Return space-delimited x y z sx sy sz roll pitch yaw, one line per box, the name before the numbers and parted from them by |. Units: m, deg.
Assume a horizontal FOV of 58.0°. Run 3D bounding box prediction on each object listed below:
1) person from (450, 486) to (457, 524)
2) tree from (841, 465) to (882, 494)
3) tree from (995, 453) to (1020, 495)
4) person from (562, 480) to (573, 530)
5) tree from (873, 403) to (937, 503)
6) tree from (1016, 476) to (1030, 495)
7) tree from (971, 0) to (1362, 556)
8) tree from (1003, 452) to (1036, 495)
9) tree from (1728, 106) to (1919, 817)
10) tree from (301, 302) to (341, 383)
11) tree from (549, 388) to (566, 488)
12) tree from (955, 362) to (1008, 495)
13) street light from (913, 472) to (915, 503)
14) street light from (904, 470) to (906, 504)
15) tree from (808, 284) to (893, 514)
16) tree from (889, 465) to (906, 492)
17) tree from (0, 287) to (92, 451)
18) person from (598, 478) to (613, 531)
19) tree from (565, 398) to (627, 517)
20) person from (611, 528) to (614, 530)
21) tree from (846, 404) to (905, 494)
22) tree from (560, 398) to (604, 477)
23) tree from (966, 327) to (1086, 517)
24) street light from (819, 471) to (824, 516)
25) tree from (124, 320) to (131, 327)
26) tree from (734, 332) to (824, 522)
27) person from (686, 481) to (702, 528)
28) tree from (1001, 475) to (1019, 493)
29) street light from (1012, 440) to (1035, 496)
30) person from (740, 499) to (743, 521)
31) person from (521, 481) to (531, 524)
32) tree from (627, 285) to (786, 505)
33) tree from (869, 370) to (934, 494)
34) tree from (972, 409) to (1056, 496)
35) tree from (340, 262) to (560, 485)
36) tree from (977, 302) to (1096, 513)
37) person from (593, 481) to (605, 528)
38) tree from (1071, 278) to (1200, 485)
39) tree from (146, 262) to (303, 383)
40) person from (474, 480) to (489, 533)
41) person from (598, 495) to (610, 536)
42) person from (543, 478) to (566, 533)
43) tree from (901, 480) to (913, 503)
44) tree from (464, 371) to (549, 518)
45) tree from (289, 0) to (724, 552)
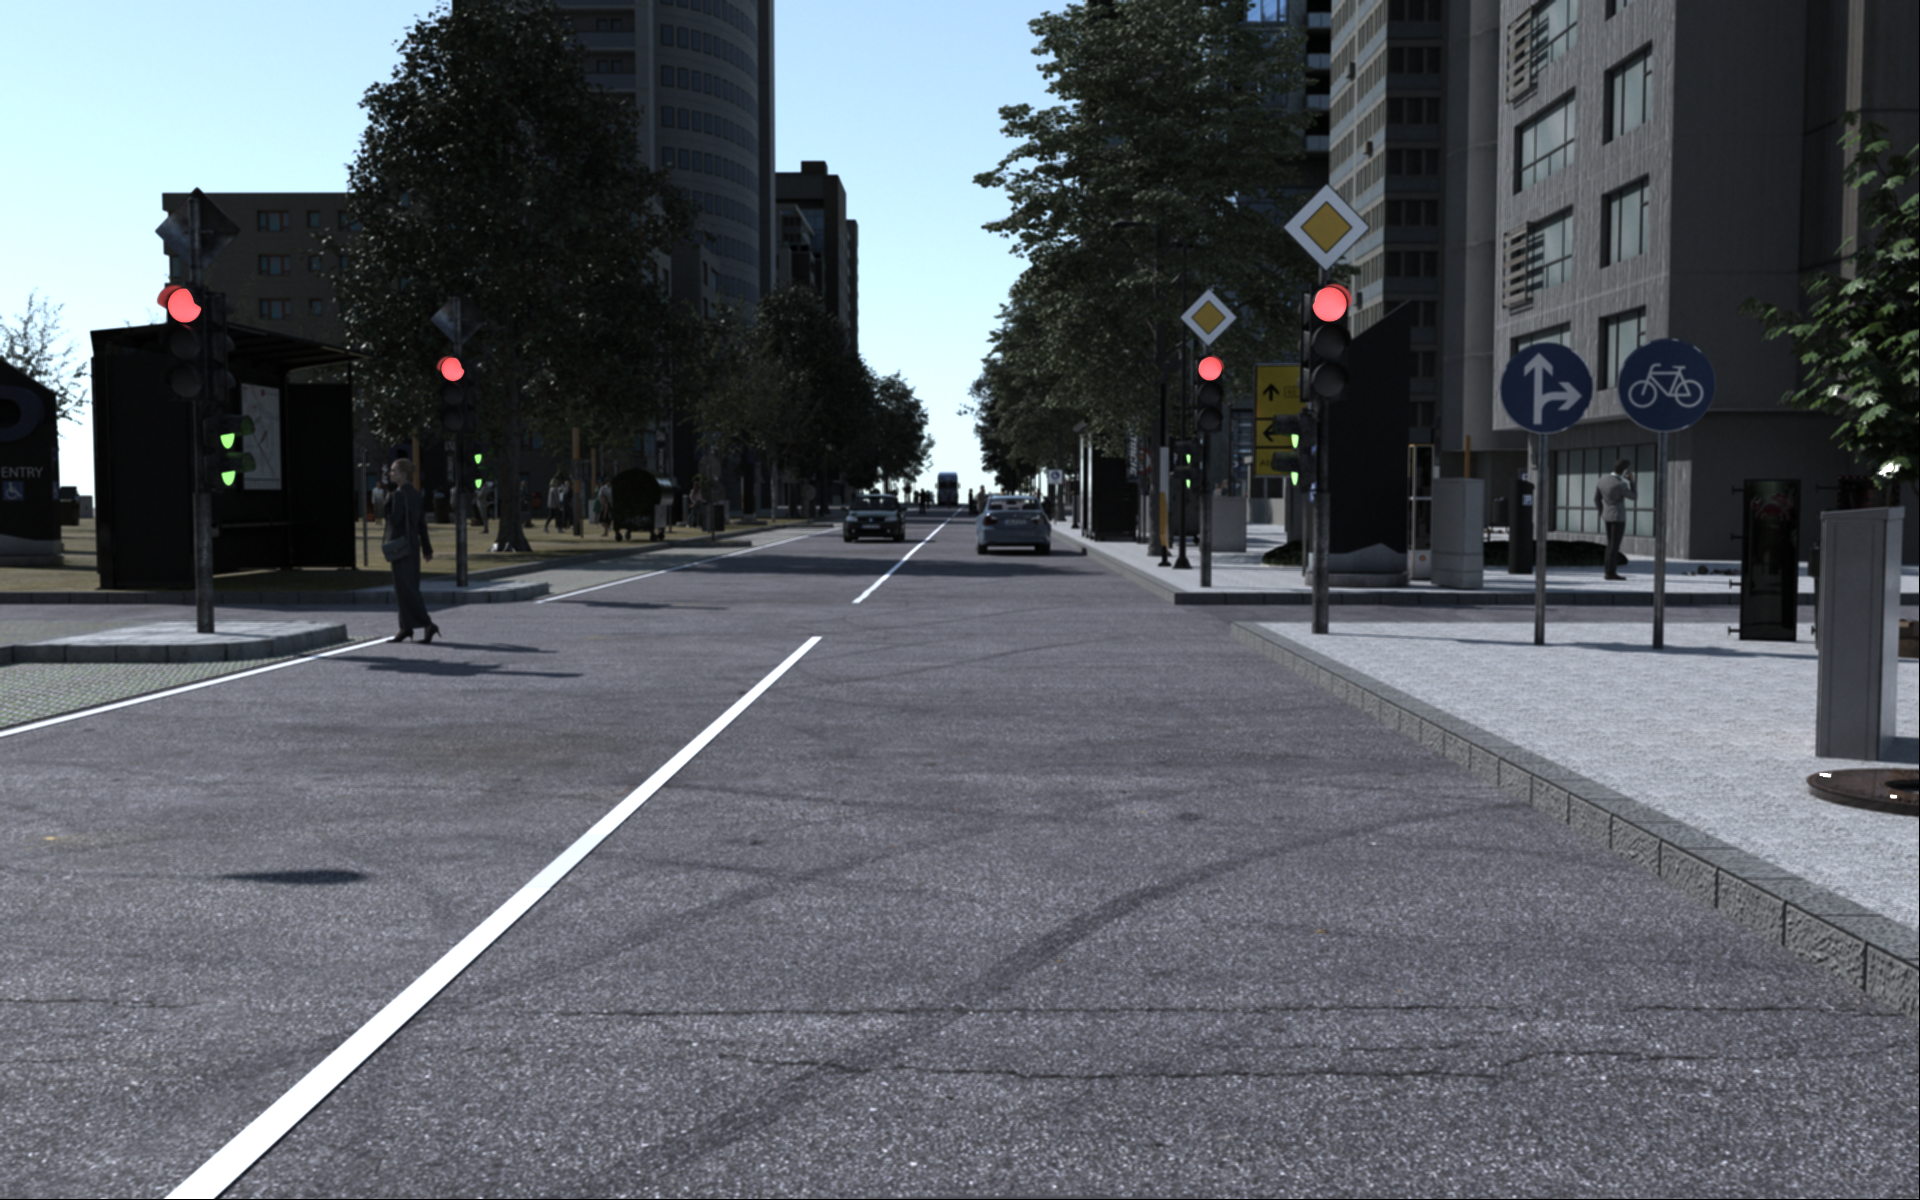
person | -21.395 -4.117 73.483 0.709 1.813 0.853 1 4 21
tree | -7.722 -9.459 138.367 4.285 4.588 4.351 0 3 0
tree | 6.038 -15.699 207.033 4.360 8.622 3.978 0 3 0
person | -14.160 -3.433 62.598 0.576 1.772 0.534 1 4 10
tree | -8.065 -16.311 192.439 9.928 11.665 9.643 0 3 0
tree | 6.510 -10.795 171.094 1.663 3.219 1.824 0 3 0
tree | 4.142 -7.149 35.021 7.486 12.596 7.792 0 3 0
tree | 5.766 -13.112 164.744 4.737 8.622 4.395 0 3 0
tree | 4.100 -0.761 7.040 1.663 3.219 1.824 0 3 0
tree | -24.686 -7.049 65.607 4.360 8.622 3.978 0 3 0
tree | -20.863 -8.966 96.964 4.737 8.622 4.395 0 3 0
tree | 6.005 -23.970 247.795 12.611 20.169 13.585 0 3 0
street light | -6.363 -15.052 218.636 1.470 5.913 1.316 0 4 1
street light | -6.811 -12.914 183.689 1.470 5.913 1.316 0 4 1
tree | -8.706 -10.652 91.162 9.611 12.733 9.660 0 3 0
tree | -7.825 -15.310 200.675 4.360 8.622 3.978 0 3 0
tree | -33.514 -6.843 62.243 4.360 8.622 3.978 0 3 0
person | -12.155 -3.294 59.739 0.661 1.843 0.795 -2 4 -28
tree | -15.886 -8.037 81.768 4.737 8.622 4.395 0 3 0
person | -12.236 -3.427 61.948 0.514 1.842 0.818 -3 5 -42
tree | -8.530 -13.771 159.570 7.601 10.594 8.767 0 4 8
tree | -20.094 -8.587 90.756 4.360 8.622 3.978 0 3 0
tree | 4.814 -9.607 91.481 8.767 10.594 7.601 -1 4 -20
street light | -7.492 -7.817 100.356 1.470 5.913 1.316 0 4 1
tree | -30.984 -7.220 68.411 4.360 8.622 3.978 0 3 0
tree | -8.413 -7.843 78.592 4.360 8.622 3.978 0 3 0
person | -9.909 -3.551 64.684 0.643 1.750 0.593 3 5 41
tree | 6.948 -15.219 232.545 4.285 4.588 4.351 0 3 0
street light | 4.032 -8.174 106.193 1.470 5.913 1.316 0 4 1
person | -9.811 -4.433 78.804 0.573 1.790 0.520 -1 4 -9
person | -17.304 -3.811 68.576 0.699 1.804 1.509 -1 4 -9
tree | -8.616 -6.836 62.139 4.737 8.622 4.395 0 3 0
tree | -7.537 -16.421 175.135 9.857 13.997 8.962 0 3 0
tree | 6.263 -14.642 149.771 12.009 13.543 11.850 0 3 0
tree | -14.602 -6.073 49.657 4.360 8.622 3.978 0 3 0
tree | 5.970 -12.558 111.977 9.857 13.997 8.962 0 3 0
person | -13.791 -3.675 66.373 0.529 1.795 0.600 3 5 45
tree | 5.566 -6.587 58.063 4.360 8.622 3.978 0 3 0
tree | -22.723 -6.318 53.664 4.360 8.622 3.978 0 3 0
person | -15.661 -3.084 56.642 0.466 1.800 0.511 -2 4 -29
person | -10.791 -2.556 52.496 0.373 1.253 0.362 -1 4 -22
person | -13.470 -3.127 57.357 0.728 1.800 0.709 -2 4 -27
tree | -7.216 -14.956 239.137 1.663 3.219 1.824 0 3 0
tree | -24.731 -8.612 91.172 4.737 8.622 4.395 0 3 0
tree | -10.011 -7.433 38.536 9.611 12.733 9.660 0 3 0
